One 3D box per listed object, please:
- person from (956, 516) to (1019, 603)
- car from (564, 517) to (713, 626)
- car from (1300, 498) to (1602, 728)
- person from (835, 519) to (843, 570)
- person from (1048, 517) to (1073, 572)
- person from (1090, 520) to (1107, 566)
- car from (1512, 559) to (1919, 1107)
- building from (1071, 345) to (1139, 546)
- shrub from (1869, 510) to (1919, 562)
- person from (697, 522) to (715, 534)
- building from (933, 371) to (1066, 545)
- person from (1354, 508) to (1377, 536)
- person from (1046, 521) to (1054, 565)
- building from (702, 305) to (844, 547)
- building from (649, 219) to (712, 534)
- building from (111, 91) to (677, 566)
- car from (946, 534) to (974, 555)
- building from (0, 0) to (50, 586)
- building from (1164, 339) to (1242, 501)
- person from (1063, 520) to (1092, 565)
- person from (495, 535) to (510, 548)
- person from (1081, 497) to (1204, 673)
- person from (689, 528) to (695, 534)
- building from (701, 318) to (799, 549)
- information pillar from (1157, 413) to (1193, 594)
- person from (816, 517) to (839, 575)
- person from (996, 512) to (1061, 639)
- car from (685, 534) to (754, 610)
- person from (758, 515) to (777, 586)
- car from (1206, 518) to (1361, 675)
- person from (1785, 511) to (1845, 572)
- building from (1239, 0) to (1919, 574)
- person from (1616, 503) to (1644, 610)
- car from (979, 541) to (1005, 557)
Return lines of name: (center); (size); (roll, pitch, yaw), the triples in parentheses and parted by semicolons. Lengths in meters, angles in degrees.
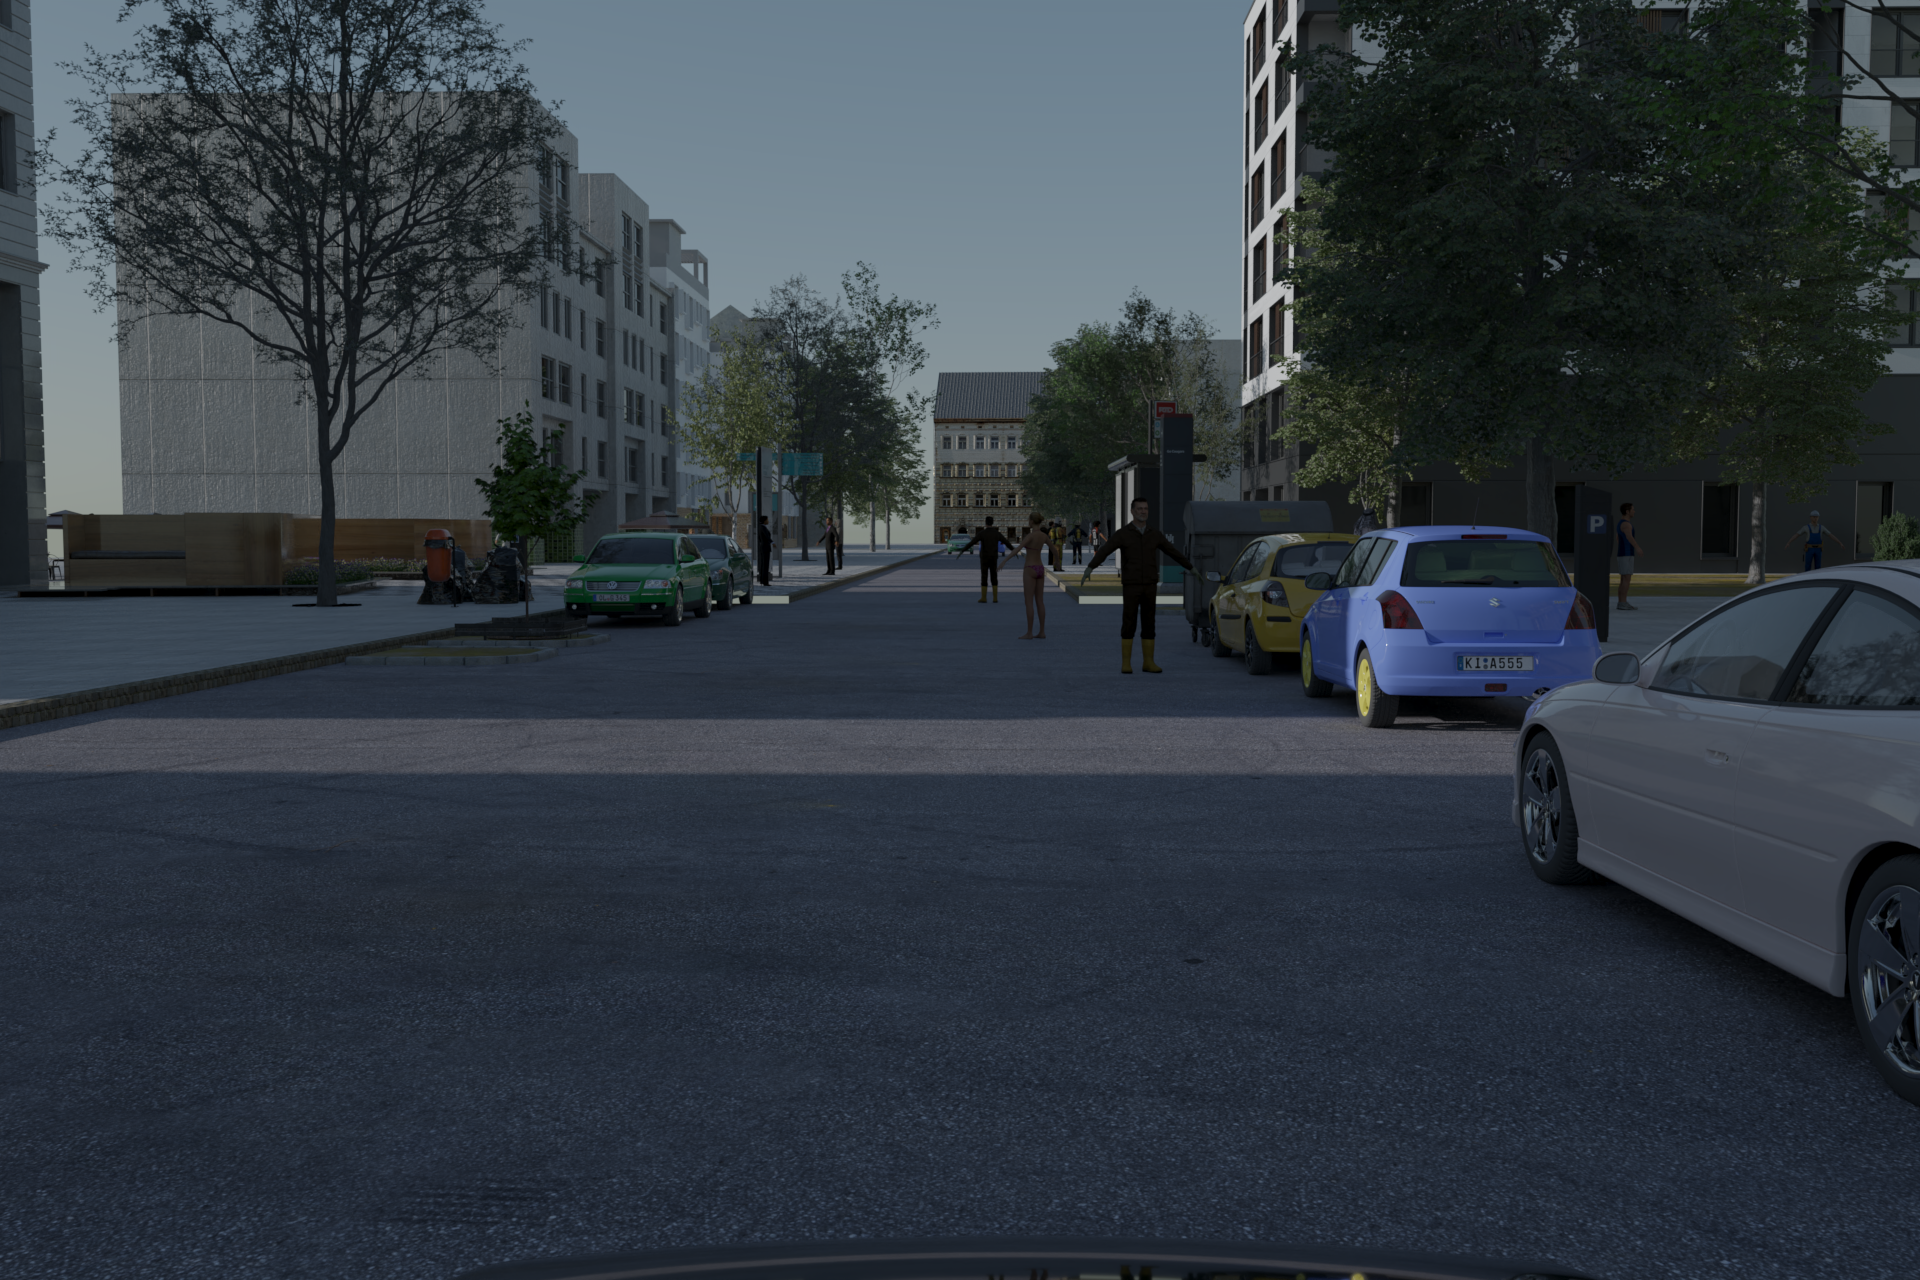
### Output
person: (0.599, -1.683, 36.116); (1.346, 1.812, 0.704); (-1, 4, -15)
car: (-5.203, -1.195, 28.336); (1.959, 1.807, 4.718); (0, 4, 1)
car: (3.846, -0.275, 14.091); (1.945, 1.707, 3.694); (0, 4, 1)
person: (-4.362, -3.420, 62.050); (0.705, 1.813, 1.348); (0, 4, 2)
person: (3.368, -3.262, 59.098); (0.705, 1.858, 1.354); (-2, 4, -34)
person: (5.508, -3.860, 69.252); (0.704, 1.843, 1.345); (-2, 4, -28)
car: (3.300, 0.410, 5.660); (2.083, 1.381, 4.827); (0, 4, 0)
building: (26.463, -21.942, 202.729); (27.936, 21.610, 32.646); (0, 4, 1)
shrub: (29.296, -3.034, 54.021); (1.690, 2.028, 1.600); (0, 3, 0)
person: (-10.259, -3.904, 70.100); (1.348, 1.796, 0.705); (0, 4, 7)
building: (6.209, -24.448, 233.114); (18.063, 23.208, 19.493); (0, 4, 4)
person: (7.236, -1.476, 30.841); (0.551, 1.740, 0.621); (3, 5, 45)
person: (3.772, -3.958, 70.896); (0.705, 1.806, 1.347); (-1, 4, -21)
building: (-21.866, -21.074, 175.487); (19.493, 23.208, 18.063); (0, 4, 1)
building: (-22.203, -15.231, 105.453); (16.016, 20.090, 11.380); (0, 4, 1)
building: (-25.267, -13.390, 85.385); (16.747, 18.905, 31.486); (0, 4, 1)
car: (0.053, -6.780, 122.647); (2.131, 1.459, 4.920); (0, 4, 1)
building: (-28.218, -15.294, 27.550); (11.434, 29.767, 29.804); (0, 4, 1)
building: (26.870, -18.313, 165.880); (16.747, 18.905, 31.486); (0, 4, 1)
person: (4.942, -4.115, 73.058); (1.354, 1.856, 0.705); (-1, 4, -9)
person: (-18.022, -3.844, 69.039); (0.705, 1.806, 1.347); (2, 4, 35)
person: (1.859, -0.567, 17.860); (1.346, 1.812, 0.704); (-1, 4, -15)
person: (-7.186, -2.288, 46.682); (0.991, 1.433, 0.599); (-2, 4, -31)
building: (-20.639, -18.126, 152.781); (16.016, 20.090, 11.380); (0, 4, 0)
information pillar: (4.674, -2.941, 37.465); (0.750, 3.857, 0.750); (0, 3, 0)
person: (-4.061, -2.914, 53.861); (0.704, 1.802, 1.346); (-2, 4, -32)
person: (0.965, -0.885, 23.724); (1.217, 1.733, 0.721); (-3, 5, -44)
car: (-5.192, -1.364, 34.103); (2.131, 1.459, 4.920); (0, 4, 1)
person: (-4.718, -2.192, 42.567); (0.721, 1.740, 1.216); (-1, 4, -21)
car: (3.782, -0.537, 19.004); (2.015, 1.641, 3.980); (0, 4, 0)
person: (20.593, -2.196, 41.767); (1.347, 1.847, 0.705); (1, 4, 11)
building: (25.300, -13.916, 71.502); (27.936, 21.610, 32.646); (0, 4, 1)
person: (11.295, -1.415, 29.306); (0.704, 1.807, 1.345); (1, 4, 9)
car: (2.079, -6.242, 111.655); (1.945, 1.707, 3.694); (0, 4, 1)
